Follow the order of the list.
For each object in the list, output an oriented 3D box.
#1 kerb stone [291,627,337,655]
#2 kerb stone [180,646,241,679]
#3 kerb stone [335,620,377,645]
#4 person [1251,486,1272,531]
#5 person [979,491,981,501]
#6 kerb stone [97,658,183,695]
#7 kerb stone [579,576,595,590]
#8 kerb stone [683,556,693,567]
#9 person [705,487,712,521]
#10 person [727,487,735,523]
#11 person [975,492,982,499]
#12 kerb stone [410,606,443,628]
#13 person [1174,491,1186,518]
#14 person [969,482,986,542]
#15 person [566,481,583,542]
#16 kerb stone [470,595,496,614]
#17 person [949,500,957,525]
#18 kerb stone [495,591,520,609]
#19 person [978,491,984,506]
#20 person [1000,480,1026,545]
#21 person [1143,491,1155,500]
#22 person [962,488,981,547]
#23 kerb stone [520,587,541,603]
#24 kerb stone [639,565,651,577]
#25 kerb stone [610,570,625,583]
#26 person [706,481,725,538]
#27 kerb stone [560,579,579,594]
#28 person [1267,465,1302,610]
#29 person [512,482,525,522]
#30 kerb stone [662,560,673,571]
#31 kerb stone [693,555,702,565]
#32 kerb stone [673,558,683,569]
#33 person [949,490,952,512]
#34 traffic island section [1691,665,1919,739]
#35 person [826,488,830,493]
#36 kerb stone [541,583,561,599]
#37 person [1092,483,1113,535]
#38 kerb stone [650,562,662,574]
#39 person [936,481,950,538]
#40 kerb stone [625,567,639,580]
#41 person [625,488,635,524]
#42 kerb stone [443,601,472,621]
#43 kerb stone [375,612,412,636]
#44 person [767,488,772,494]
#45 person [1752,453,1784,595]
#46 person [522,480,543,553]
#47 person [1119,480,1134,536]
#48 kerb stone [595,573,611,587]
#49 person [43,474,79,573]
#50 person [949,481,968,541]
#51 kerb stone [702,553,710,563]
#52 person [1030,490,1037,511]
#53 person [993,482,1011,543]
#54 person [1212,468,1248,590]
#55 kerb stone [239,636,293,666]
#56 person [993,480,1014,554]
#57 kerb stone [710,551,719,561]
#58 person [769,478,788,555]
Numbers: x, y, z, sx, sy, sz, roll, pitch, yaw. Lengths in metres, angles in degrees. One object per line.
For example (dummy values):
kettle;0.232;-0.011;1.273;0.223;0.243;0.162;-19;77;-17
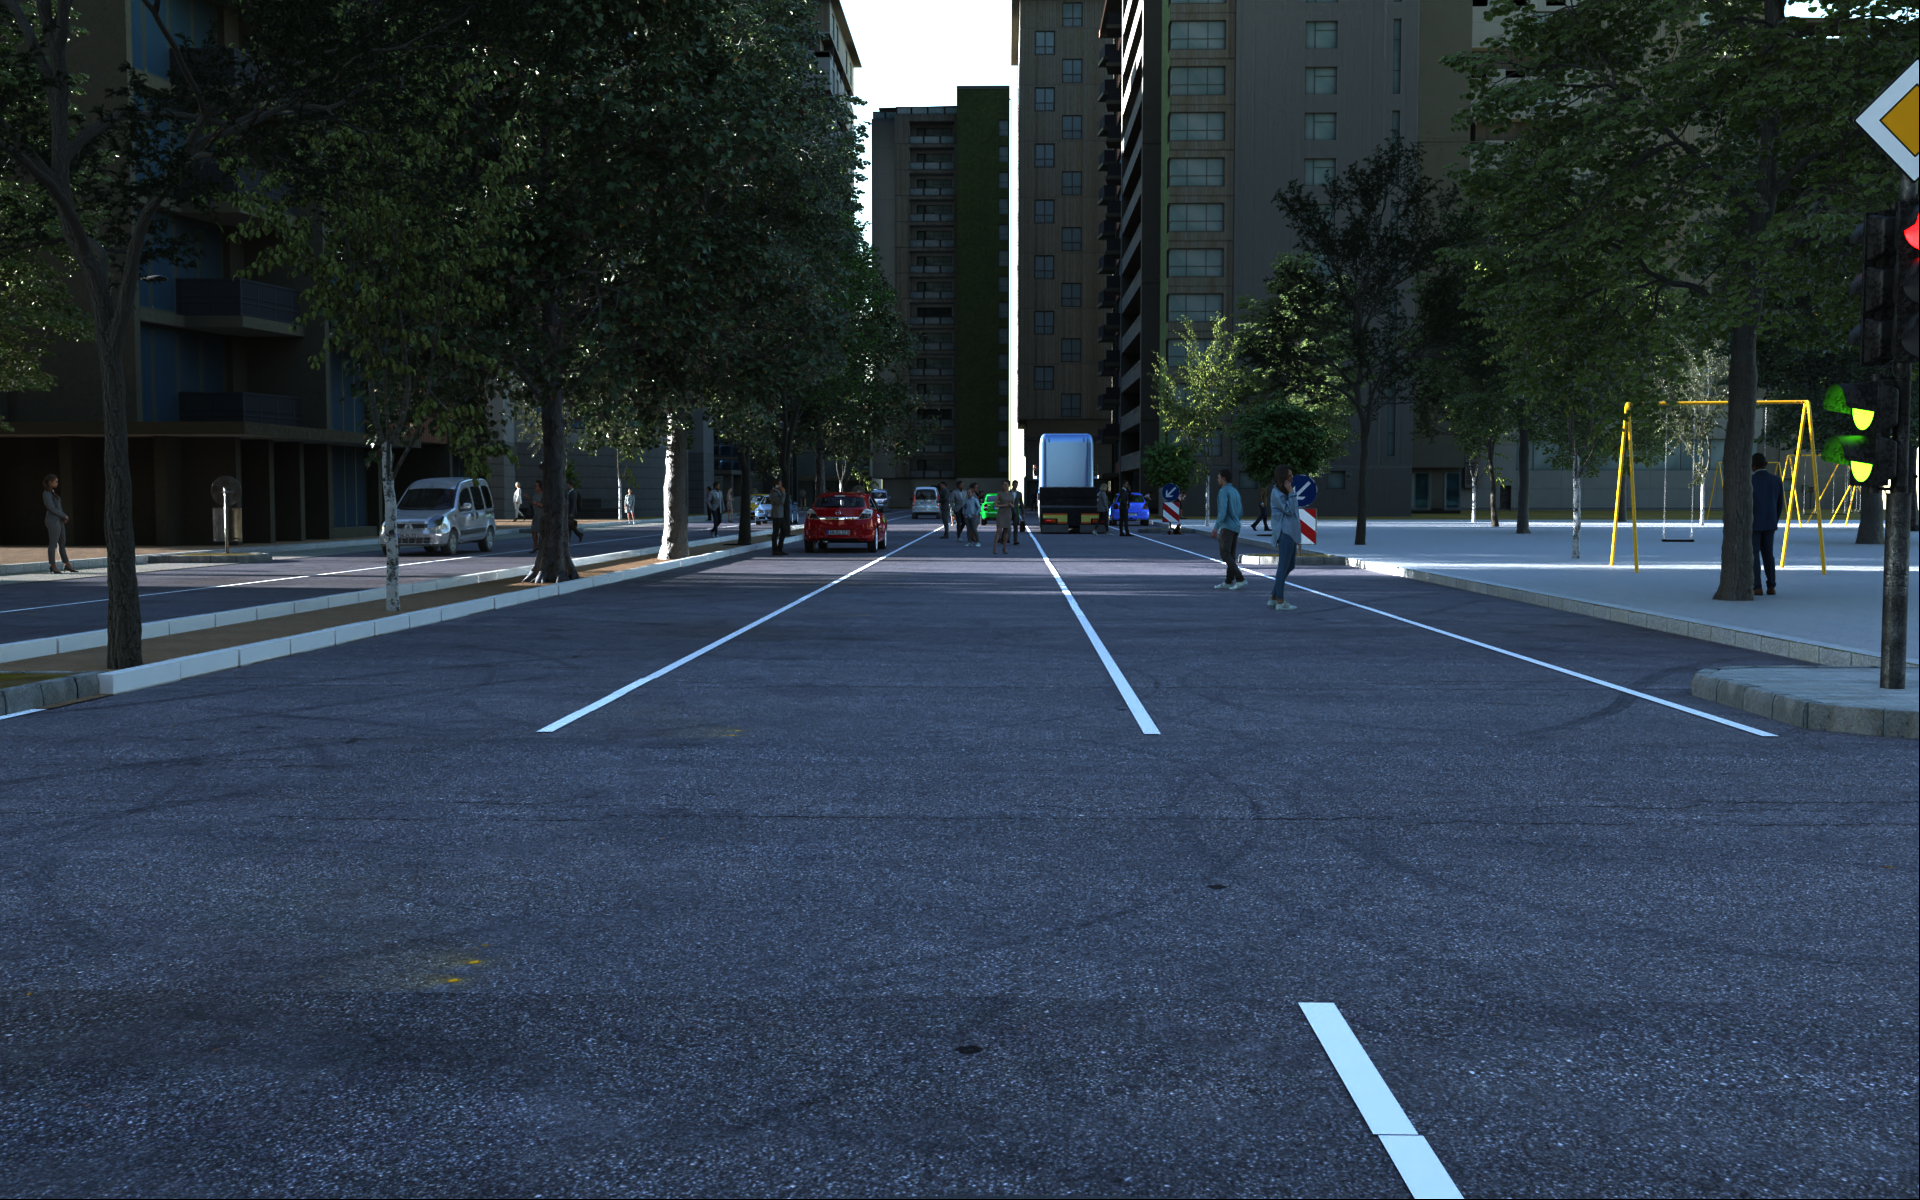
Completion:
kerb stone;-5.997;0.388;15.908;0.120;0.150;1.000;0;4;2
kerb stone;-6.056;0.510;13.856;0.120;0.150;1.000;0;4;2
kerb stone;-5.971;0.322;16.935;0.120;0.150;1.000;0;4;2
person;10.535;-3.323;60.282;0.836;1.842;0.656;-1;4;-13
person;1.794;-9.307;161.392;0.721;1.735;1.217;1;4;20
kerb stone;-6.076;0.574;12.832;0.120;0.150;1.000;0;4;2
kerb stone;-5.724;-0.241;26.154;0.120;0.150;1.000;0;4;2
kerb stone;-5.496;-0.742;34.352;0.120;0.150;1.000;0;4;2
person;-13.410;-5.130;92.310;0.705;1.831;1.348;0;4;-4
person;-11.564;-4.803;87.370;0.374;1.781;0.599;-1;4;-21
person;1.308;-8.291;144.087;1.348;1.821;0.705;2;4;28
kerb stone;-5.912;0.197;18.978;0.120;0.150;1.000;0;4;2
person;11.622;-5.013;91.200;0.799;1.438;0.628;2;4;30
person;0.489;-2.628;51.829;0.532;1.782;0.716;0;4;7
person;-11.499;-2.625;51.388;0.822;1.834;0.622;-3;4;-37
kerb stone;-5.866;0.076;21.028;0.120;0.150;1.000;0;4;2
person;-0.356;-4.021;79.252;0.505;1.210;0.382;-1;4;-9
kerb stone;-5.830;0.009;22.049;0.120;0.150;1.000;0;4;2
person;1.824;-8.847;153.949;0.742;1.727;0.445;3;4;37
person;1.490;-2.480;49.016;0.622;1.834;0.822;-1;4;-21
person;11.170;-5.758;103.367;0.799;1.438;0.628;-3;5;-39
person;0.293;-2.256;47.203;0.589;1.601;0.330;3;4;38
kerb stone;-5.806;-0.048;23.072;0.120;0.150;1.000;0;4;2
kerb stone;-5.606;-0.487;30.252;0.120;0.150;1.000;0;4;2
kerb stone;-5.663;-0.368;28.206;0.120;0.150;1.000;0;4;2
person;-7.993;-2.939;56.397;0.795;1.843;0.661;3;5;45
kerb stone;-5.745;-0.180;25.132;0.120;0.150;1.000;0;4;2
person;4.000;-0.776;21.451;0.793;1.790;0.793;-1;4;-12
person;-20.560;-4.578;80.765;0.514;1.842;0.818;3;5;43
kerb stone;-5.558;-0.617;32.297;0.120;0.150;1.000;0;4;2
kerb stone;-5.469;-0.806;35.374;0.120;0.150;1.000;0;4;2
kerb stone;-5.538;-0.678;33.328;0.120;0.150;1.000;0;4;2
person;-0.799;-7.984;139.714;0.551;1.740;0.621;-1;4;-8
traffic island section;6.189;0.662;11.455;2.009;0.180;2.903;0;4;2
person;-8.123;-5.973;106.164;0.705;1.823;1.348;-1;4;-16
kerb stone;-5.781;-0.110;24.109;0.120;0.150;1.000;0;4;2
person;4.924;-3.135;59.941;0.728;1.800;0.709;-1;4;-9
kerb stone;-5.583;-0.555;31.275;0.120;0.150;1.000;0;4;2
person;-0.551;-2.919;56.025;0.447;1.846;0.655;0;4;2
kerb stone;-5.633;-0.428;29.227;0.120;0.150;1.000;0;4;2
person;-15.495;-4.395;81.361;0.512;1.701;0.522;0;4;-5
kerb stone;-5.884;0.135;20.006;0.120;0.150;1.000;0;4;2
kerb stone;-5.942;0.265;17.957;0.120;0.150;1.000;0;4;2
person;-15.581;-8.280;141.872;0.683;1.767;0.568;0;4;1
person;10.165;-0.963;21.974;0.721;1.800;0.419;-1;4;-17
person;-10.361;-2.038;42.184;0.716;1.782;0.532;3;5;41
person;5.653;-3.123;58.927;0.474;1.900;0.648;0;4;-7
kerb stone;-5.694;-0.299;27.184;0.120;0.150;1.000;0;4;2
person;-16.181;-1.370;31.171;0.573;1.790;0.520;-2;4;-34
person;-0.037;-2.717;52.767;0.661;1.843;0.795;-2;4;-24
kerb stone;-5.446;-0.861;36.397;0.120;0.150;1.000;0;4;2
person;6.208;-8.394;146.191;0.683;1.767;0.568;-3;4;-35
person;1.265;-2.577;50.836;0.583;1.804;0.606;2;4;34
person;4.090;-1.075;26.099;0.620;1.820;0.660;2;4;30
kerb stone;-6.024;0.447;14.884;0.120;0.150;1.000;0;4;2
person;1.058;-2.002;41.575;0.599;1.781;0.374;-1;4;-19
kerb stone;-5.413;-0.931;37.419;0.120;0.150;1.000;0;4;2
person;-4.232;-1.948;40.534;0.473;1.802;0.592;1;4;16
